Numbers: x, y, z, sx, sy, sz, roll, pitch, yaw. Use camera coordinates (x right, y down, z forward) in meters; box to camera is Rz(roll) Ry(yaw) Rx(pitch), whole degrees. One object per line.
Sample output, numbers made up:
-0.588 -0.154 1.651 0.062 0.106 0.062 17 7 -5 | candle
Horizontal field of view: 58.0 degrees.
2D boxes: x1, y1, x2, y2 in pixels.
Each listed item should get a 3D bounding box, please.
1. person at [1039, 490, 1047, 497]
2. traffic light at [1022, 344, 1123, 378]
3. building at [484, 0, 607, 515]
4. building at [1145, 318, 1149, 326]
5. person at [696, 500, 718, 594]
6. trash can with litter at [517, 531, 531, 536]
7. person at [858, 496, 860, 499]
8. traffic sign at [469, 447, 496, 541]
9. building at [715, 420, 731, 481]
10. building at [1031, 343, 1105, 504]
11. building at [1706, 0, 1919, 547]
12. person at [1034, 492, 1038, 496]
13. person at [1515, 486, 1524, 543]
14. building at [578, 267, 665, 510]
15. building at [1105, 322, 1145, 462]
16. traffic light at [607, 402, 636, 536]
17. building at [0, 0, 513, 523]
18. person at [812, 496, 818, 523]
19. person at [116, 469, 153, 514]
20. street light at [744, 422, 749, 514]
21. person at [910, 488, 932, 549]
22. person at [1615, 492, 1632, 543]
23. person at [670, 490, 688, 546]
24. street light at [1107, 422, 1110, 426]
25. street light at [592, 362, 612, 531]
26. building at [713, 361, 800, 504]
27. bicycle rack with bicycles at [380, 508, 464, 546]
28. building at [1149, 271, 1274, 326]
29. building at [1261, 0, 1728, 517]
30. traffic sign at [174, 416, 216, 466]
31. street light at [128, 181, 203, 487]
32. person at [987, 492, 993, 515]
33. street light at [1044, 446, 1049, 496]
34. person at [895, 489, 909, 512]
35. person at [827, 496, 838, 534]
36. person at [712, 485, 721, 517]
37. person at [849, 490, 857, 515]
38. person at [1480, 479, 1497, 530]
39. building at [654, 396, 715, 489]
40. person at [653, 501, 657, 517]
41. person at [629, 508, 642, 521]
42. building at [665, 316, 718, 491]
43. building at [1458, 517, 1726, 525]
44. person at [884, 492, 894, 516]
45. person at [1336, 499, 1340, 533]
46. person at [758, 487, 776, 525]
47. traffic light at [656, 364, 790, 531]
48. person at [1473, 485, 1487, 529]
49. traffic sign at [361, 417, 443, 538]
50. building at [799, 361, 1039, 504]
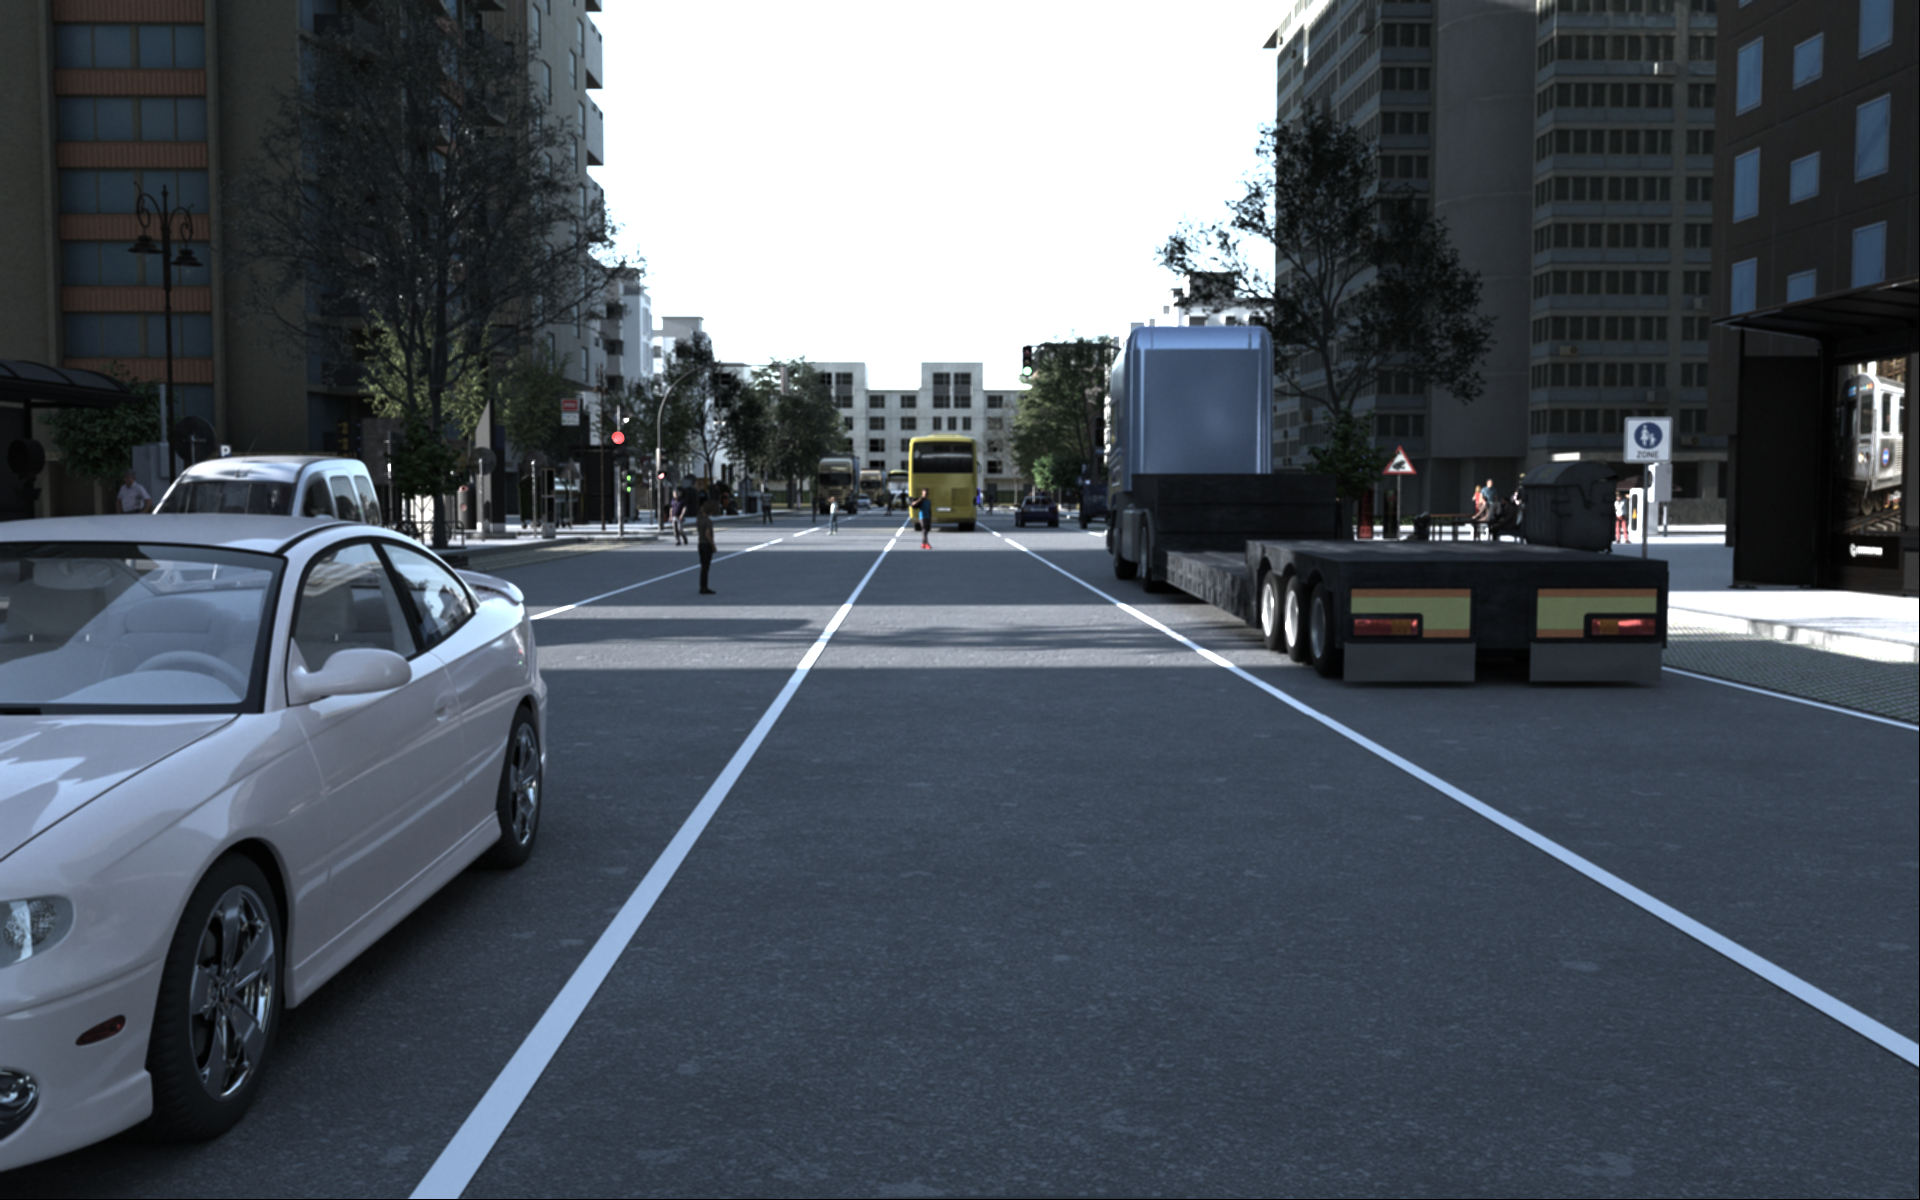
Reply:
6.393 -7.787 134.069 0.576 1.737 0.504 0 4 -6 | person
4.246 -4.778 52.790 4.771 5.953 1.251 0 4 -1 | traffic light
-38.592 -32.017 112.711 28.713 52.752 27.495 0 4 -1 | building
25.638 -18.836 164.388 16.016 20.091 11.380 0 4 -1 | building
-3.641 -0.765 24.919 0.435 1.345 0.340 3 5 42 | person
-13.881 -2.525 52.342 2.233 1.210 1.678 -3 5 -45 | trash can with litter
-9.691 -9.171 159.136 1.217 1.739 0.721 -2 4 -31 | person
-12.963 -2.868 47.004 0.768 2.556 0.104 0 4 4 | traffic sign
-40.343 -15.522 195.931 28.070 9.664 9.099 0 4 -1 | building
26.954 -24.516 244.807 32.646 21.610 27.936 0 4 -1 | building
25.340 -23.498 34.298 14.600 45.320 14.200 0 4 -1 | building
4.307 -5.294 97.264 0.569 1.553 0.471 -2 4 -32 | person
14.466 -2.273 44.030 0.431 1.722 0.655 -3 5 -42 | person
-33.392 -17.473 142.104 16.016 20.091 11.380 0 4 -1 | building
25.542 -19.557 186.212 16.747 18.905 31.486 0 4 -1 | building
-10.302 -3.897 52.635 0.839 4.253 0.868 0 4 -1 | traffic light
-34.856 -26.270 84.139 22.147 44.769 28.867 0 4 -1 | building
-7.077 -4.408 84.487 0.435 1.345 0.340 3 5 41 | person
-14.516 -1.424 30.269 0.756 1.711 0.436 2 4 27 | person
-13.454 -8.332 109.013 0.468 5.910 1.993 0 4 -1 | street light
-0.949 -2.149 45.510 0.662 1.594 0.647 2 4 34 | person
17.337 -2.165 45.347 0.435 1.345 0.340 0 4 2 | person
-7.754 -2.289 48.141 0.471 1.553 0.569 -2 4 -31 | person
7.701 -7.003 87.293 0.468 5.910 1.993 0 4 -1 | street light
-12.555 -5.384 60.822 0.468 5.910 1.993 0 4 -1 | street light
-37.369 -22.796 239.173 31.486 18.905 16.747 0 4 -1 | building
-13.783 -1.796 42.746 2.852 0.926 2.925 2 4 31 | bicycle rack with bicycles
25.629 -18.137 152.956 16.016 20.091 11.380 0 4 -1 | building
35.400 -26.250 121.074 32.217 40.220 23.993 0 4 -1 | building
-12.521 -1.725 28.310 0.768 2.556 0.104 0 4 8 | traffic sign
-11.870 -3.256 26.028 0.468 5.910 1.993 0 4 -1 | street light
2.103 -6.722 120.619 0.471 1.553 0.569 1 4 10 | person
6.771 -9.969 135.777 0.468 5.910 1.993 0 4 -1 | street light
-4.632 -8.204 142.258 1.348 1.869 0.705 -1 4 -8 | person
-4.549 -3.024 61.852 0.340 1.345 0.435 0 4 8 | person
-13.513 -5.506 96.194 0.434 1.807 0.598 -2 4 -30 | person
-7.210 -6.530 115.985 0.376 1.734 0.841 -2 4 -28 | person
18.695 -3.371 61.288 0.598 1.807 0.434 1 4 11 | person
-29.524 -13.458 162.190 9.099 9.664 28.070 0 4 -1 | building
-15.959 -5.012 91.226 0.776 1.435 0.726 1 4 10 | person
-15.863 -4.260 83.981 0.655 0.850 0.859 -3 5 -41 | person
-33.890 -19.881 181.478 16.016 20.091 11.380 0 4 -1 | building
30.876 -24.162 86.925 23.993 40.220 32.217 0 4 -1 | building
-4.711 -6.398 114.973 0.662 1.594 0.647 0 4 -6 | person
10.077 -2.221 46.273 0.435 1.345 0.340 -2 4 -28 | person
-8.870 -4.298 79.503 0.841 1.734 0.376 -1 4 -10 | person
-8.367 -5.262 60.694 4.771 5.953 1.251 0 4 -1 | traffic light
19.368 -3.462 64.351 0.444 1.614 0.593 -1 4 -22 | person
-14.840 -3.193 46.071 2.265 3.308 0.079 0 4 7 | traffic sign
-5.429 -22.798 239.200 31.486 18.905 16.747 0 4 -1 | building
